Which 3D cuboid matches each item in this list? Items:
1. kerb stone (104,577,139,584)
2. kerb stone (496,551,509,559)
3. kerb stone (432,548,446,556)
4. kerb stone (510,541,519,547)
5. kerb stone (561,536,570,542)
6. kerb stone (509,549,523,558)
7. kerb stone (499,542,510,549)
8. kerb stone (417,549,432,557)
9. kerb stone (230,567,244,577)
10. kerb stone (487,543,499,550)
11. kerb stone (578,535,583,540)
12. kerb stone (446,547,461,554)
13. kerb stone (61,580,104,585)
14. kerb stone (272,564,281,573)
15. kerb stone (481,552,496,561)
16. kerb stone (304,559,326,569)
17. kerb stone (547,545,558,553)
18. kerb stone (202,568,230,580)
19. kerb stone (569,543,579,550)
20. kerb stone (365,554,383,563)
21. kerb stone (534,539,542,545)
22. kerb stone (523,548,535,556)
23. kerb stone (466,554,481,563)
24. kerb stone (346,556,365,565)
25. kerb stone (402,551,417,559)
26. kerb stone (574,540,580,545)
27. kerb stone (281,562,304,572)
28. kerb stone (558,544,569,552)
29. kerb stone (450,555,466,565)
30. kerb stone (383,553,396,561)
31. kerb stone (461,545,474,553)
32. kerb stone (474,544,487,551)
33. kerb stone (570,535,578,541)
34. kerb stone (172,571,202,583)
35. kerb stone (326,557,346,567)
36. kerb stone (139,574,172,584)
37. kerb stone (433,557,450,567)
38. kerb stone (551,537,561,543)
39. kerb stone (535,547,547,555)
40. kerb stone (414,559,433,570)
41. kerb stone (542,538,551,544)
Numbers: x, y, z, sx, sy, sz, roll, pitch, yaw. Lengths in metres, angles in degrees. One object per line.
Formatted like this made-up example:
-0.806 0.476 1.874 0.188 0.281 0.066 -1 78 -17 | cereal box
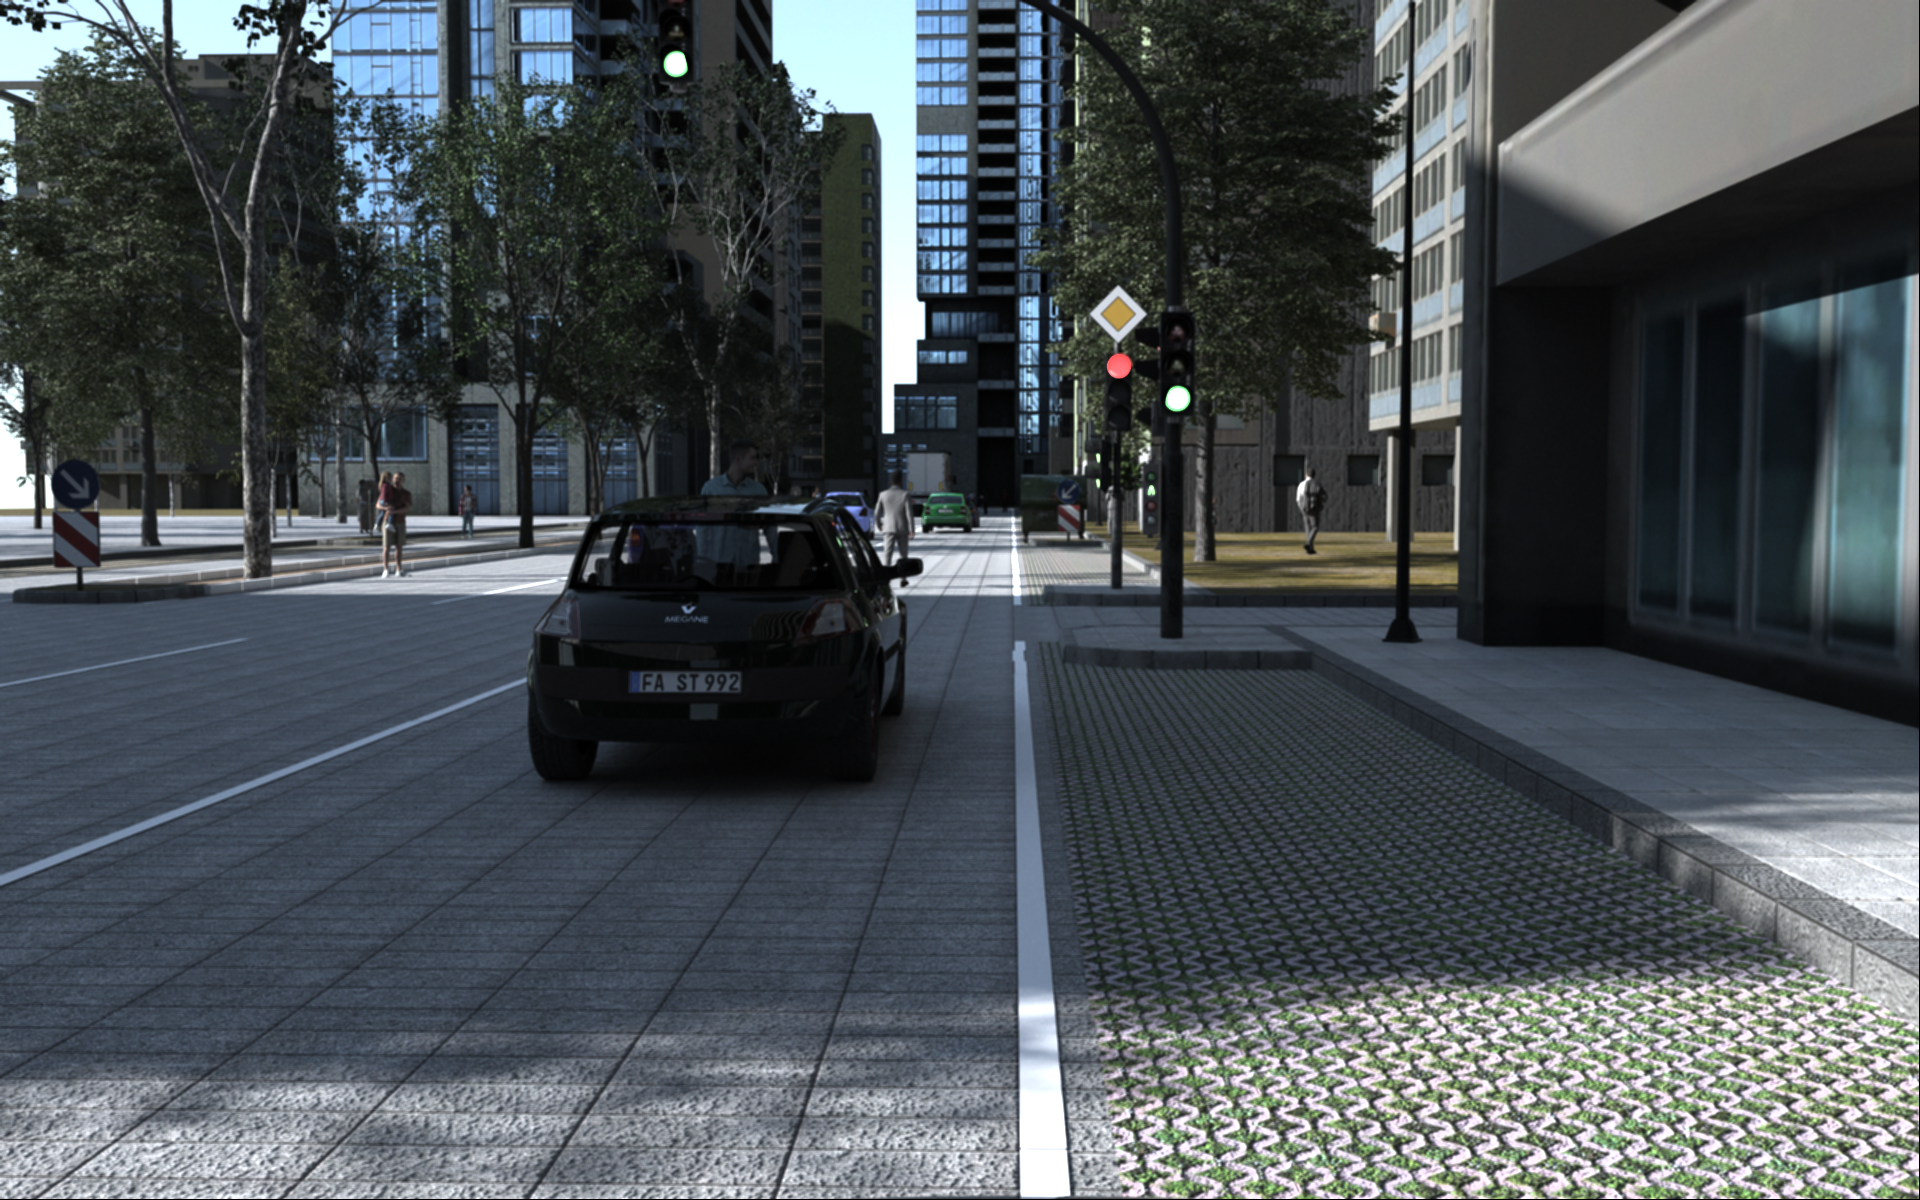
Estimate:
-12.676 -0.232 25.987 0.120 0.150 1.000 0 4 2 | kerb stone
-10.207 -0.981 38.232 0.120 0.150 1.000 0 4 2 | kerb stone
-12.245 -1.109 40.332 0.120 0.150 1.000 0 4 2 | kerb stone
-12.056 -1.485 46.499 0.120 0.150 1.000 0 4 2 | kerb stone
-11.900 -1.797 51.625 0.120 0.150 1.000 0 4 2 | kerb stone
-10.172 -1.042 39.266 0.120 0.150 1.000 0 4 2 | kerb stone
-12.083 -1.424 45.474 0.120 0.150 1.000 0 4 2 | kerb stone
-12.267 -1.047 39.310 0.120 0.150 1.000 0 4 2 | kerb stone
-12.548 -0.482 30.081 0.120 0.150 1.000 0 4 2 | kerb stone
-12.114 -1.361 44.452 0.120 0.150 1.000 0 4 2 | kerb stone
-11.840 -1.925 53.677 0.120 0.150 1.000 0 4 2 | kerb stone
-12.205 -1.172 41.354 0.120 0.150 1.000 0 4 2 | kerb stone
-12.698 -0.167 24.965 0.120 0.150 1.000 0 4 2 | kerb stone
-12.512 -0.545 31.103 0.120 0.150 1.000 0 4 2 | kerb stone
-10.233 -0.917 37.210 0.120 0.150 1.000 0 4 2 | kerb stone
-12.448 -0.664 33.147 0.120 0.150 1.000 0 4 2 | kerb stone
-10.076 -1.228 42.336 0.120 0.150 1.000 0 4 2 | kerb stone
-12.575 -0.417 29.059 0.120 0.150 1.000 0 4 2 | kerb stone
-10.017 -1.356 44.380 0.120 0.150 1.000 0 4 2 | kerb stone
-12.362 -0.857 36.237 0.120 0.150 1.000 0 4 2 | kerb stone
-11.994 -1.612 48.553 0.120 0.150 1.000 0 4 2 | kerb stone
-10.140 -1.099 40.288 0.120 0.150 1.000 0 4 2 | kerb stone
-10.264 -0.855 36.175 0.120 0.150 1.000 0 4 2 | kerb stone
-12.391 -0.792 35.201 0.120 0.150 1.000 0 4 2 | kerb stone
-12.303 -0.984 38.289 0.120 0.150 1.000 0 4 2 | kerb stone
-9.988 -1.419 45.404 0.120 0.150 1.000 0 4 2 | kerb stone
-12.488 -0.604 32.125 0.120 0.150 1.000 0 4 2 | kerb stone
-10.043 -1.289 43.358 0.120 0.150 1.000 0 4 2 | kerb stone
-10.293 -0.793 35.153 0.120 0.150 1.000 0 4 2 | kerb stone
-12.325 -0.922 37.267 0.120 0.150 1.000 0 4 2 | kerb stone
-12.177 -1.228 42.389 0.120 0.150 1.000 0 4 2 | kerb stone
-12.138 -1.298 43.418 0.120 0.150 1.000 0 4 2 | kerb stone
-11.869 -1.857 52.647 0.120 0.150 1.000 0 4 2 | kerb stone
-12.610 -0.349 28.033 0.120 0.150 1.000 0 4 2 | kerb stone
-12.426 -0.732 34.168 0.120 0.150 1.000 0 4 2 | kerb stone
-12.634 -0.295 27.011 0.120 0.150 1.000 0 4 2 | kerb stone
-10.329 -0.730 34.131 0.120 0.150 1.000 0 4 2 | kerb stone
-11.937 -1.738 50.604 0.120 0.150 1.000 0 4 2 | kerb stone
-10.116 -1.169 41.310 0.120 0.150 1.000 0 4 2 | kerb stone
-10.349 -0.667 33.108 0.120 0.150 1.000 0 4 2 | kerb stone
-11.965 -1.675 49.574 0.120 0.150 1.000 0 4 2 | kerb stone
